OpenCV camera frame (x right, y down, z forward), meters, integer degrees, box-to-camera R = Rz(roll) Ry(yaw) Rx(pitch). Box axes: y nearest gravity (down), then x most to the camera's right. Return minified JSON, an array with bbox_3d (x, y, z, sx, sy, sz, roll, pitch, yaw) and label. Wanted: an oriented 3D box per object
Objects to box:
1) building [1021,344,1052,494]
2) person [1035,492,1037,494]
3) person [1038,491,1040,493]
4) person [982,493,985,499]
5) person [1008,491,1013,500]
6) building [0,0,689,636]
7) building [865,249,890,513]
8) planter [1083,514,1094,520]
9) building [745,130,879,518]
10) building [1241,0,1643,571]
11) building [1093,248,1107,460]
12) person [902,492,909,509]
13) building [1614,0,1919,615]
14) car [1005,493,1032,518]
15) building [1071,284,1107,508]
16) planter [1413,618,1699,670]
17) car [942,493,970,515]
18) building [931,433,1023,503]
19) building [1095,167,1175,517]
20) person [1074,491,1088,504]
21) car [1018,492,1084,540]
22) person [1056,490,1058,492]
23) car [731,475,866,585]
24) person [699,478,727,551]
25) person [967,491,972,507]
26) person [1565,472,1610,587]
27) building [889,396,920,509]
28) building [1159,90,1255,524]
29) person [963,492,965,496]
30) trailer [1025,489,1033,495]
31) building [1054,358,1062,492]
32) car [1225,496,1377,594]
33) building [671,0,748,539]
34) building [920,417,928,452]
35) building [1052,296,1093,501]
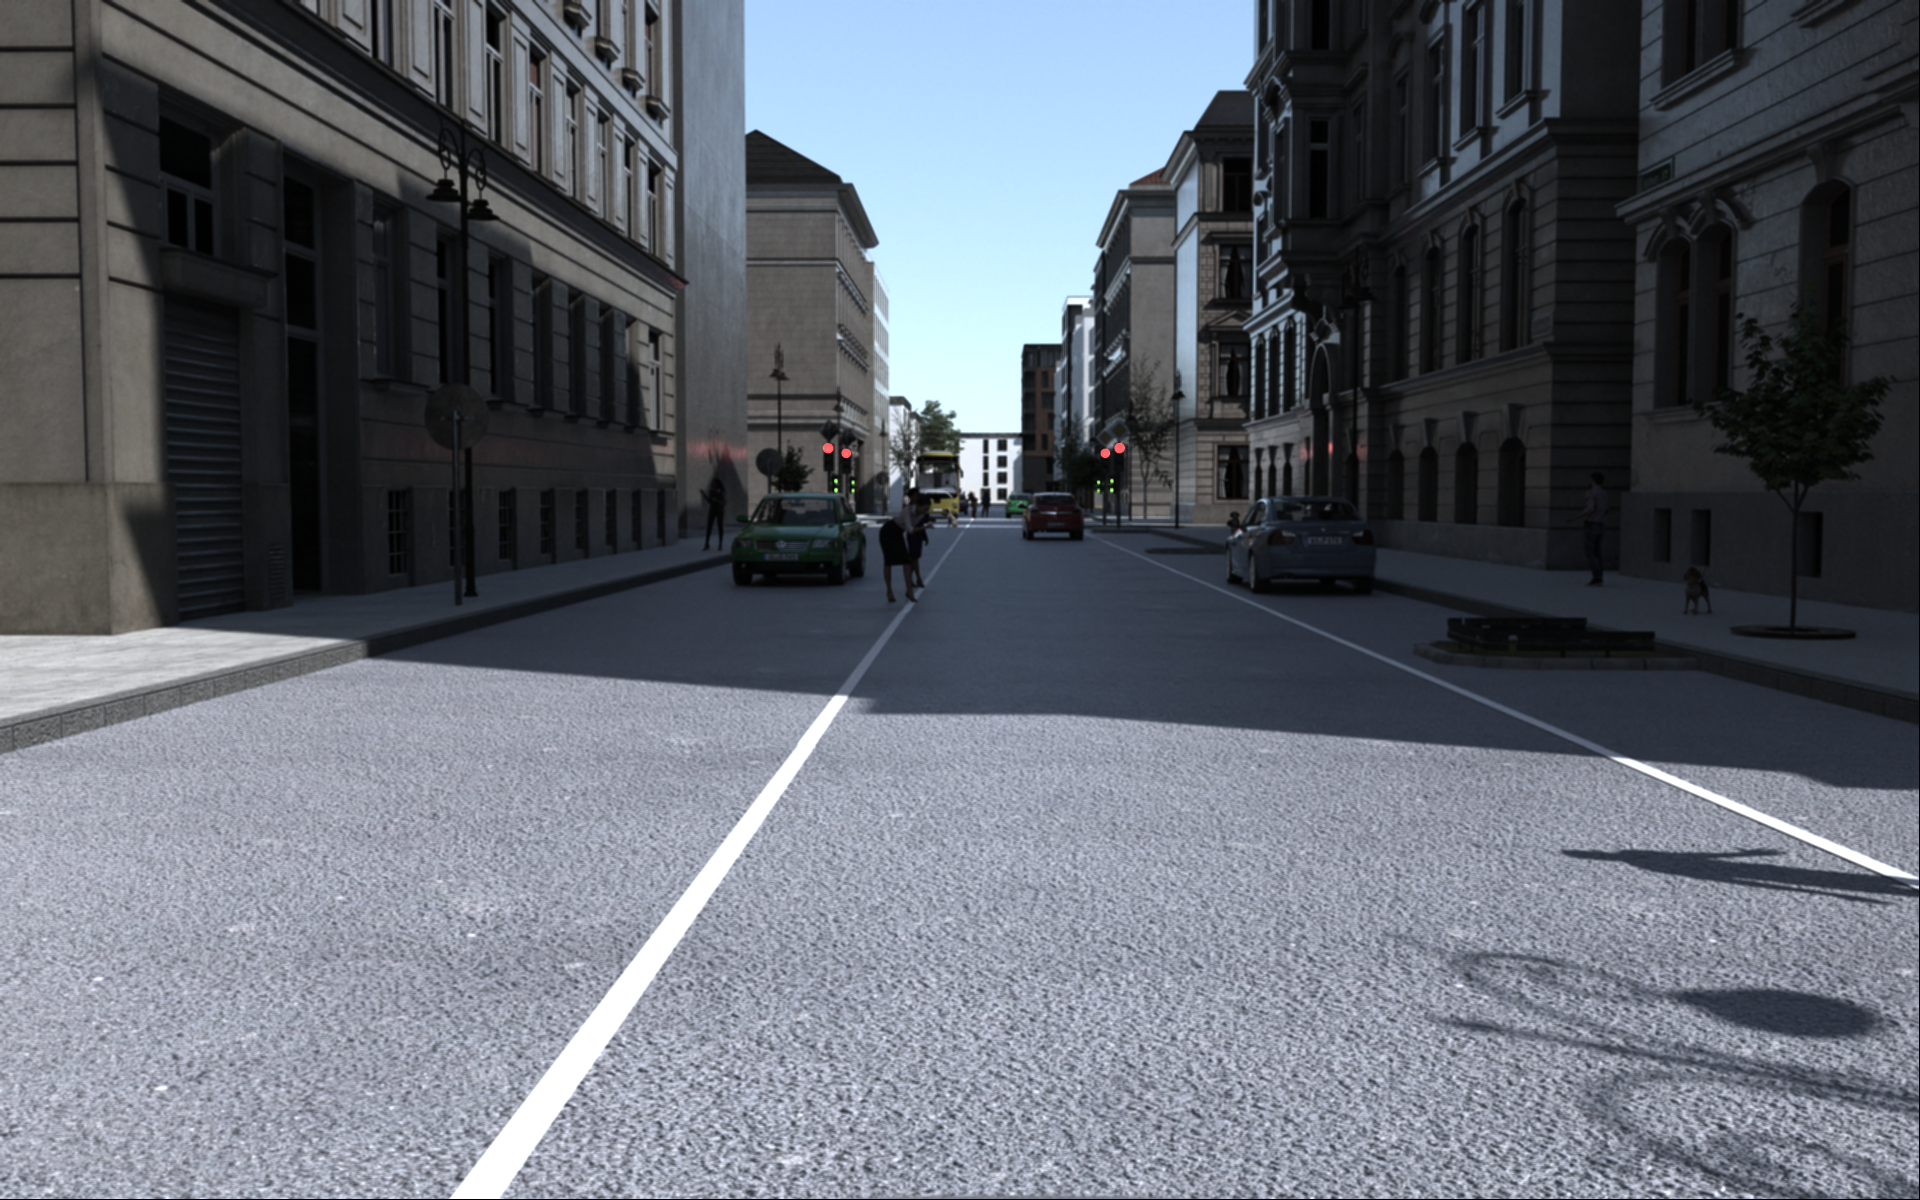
[{"bbox_3d":[25.188,-24.577,245.805,32.646,21.610,27.936,0,4,1],"label":"building"},{"bbox_3d":[5.827,-7.366,131.140,0.499,1.552,0.429,2,4,34],"label":"person"},{"bbox_3d":[8.814,-11.255,193.188,0.551,1.740,0.621,-1,4,-17],"label":"person"},{"bbox_3d":[2.106,-8.240,145.439,0.614,1.554,0.590,0,4,2],"label":"person"},{"bbox_3d":[5.785,-11.297,193.760,0.990,1.755,0.434,-2,4,-26],"label":"person"},{"bbox_3d":[-14.689,-11.991,29.329,16.112,22.955,30.059,0,4,1],"label":"building"},{"bbox_3d":[-10.667,-16.357,122.184,10.420,20.320,16.860,0,4,1],"label":"building"},{"bbox_3d":[6.516,-4.661,97.352,1.991,0.319,1.994,0,4,1],"label":"planter"},{"bbox_3d":[-10.911,-14.840,93.552,10.553,20.767,40.483,0,4,1],"label":"building"},{"bbox_3d":[15.265,-13.819,45.025,14.460,24.649,34.723,0,4,1],"label":"building"},{"bbox_3d":[18.100,-19.167,132.443,14.314,24.678,30.058,0,4,1],"label":"building"},{"bbox_3d":[-2.948,-5.095,94.263,0.387,1.526,0.523,-3,5,-43],"label":"person"},{"bbox_3d":[16.370,-13.928,15.119,14.401,28.519,23.554,0,4,1],"label":"building"},{"bbox_3d":[3.647,-5.789,103.444,1.959,1.807,4.718,0,4,2],"label":"car"},{"bbox_3d":[18.568,-18.653,161.394,16.016,20.091,11.380,0,4,1],"label":"building"},{"bbox_3d":[5.041,0.371,15.080,1.991,0.319,1.994,0,4,1],"label":"planter"},{"bbox_3d":[-0.358,-6.820,120.540,2.155,1.783,4.494,0,3,0],"label":"car"},{"bbox_3d":[-5.404,-18.083,237.797,28.070,9.664,9.099,0,4,1],"label":"building"},{"bbox_3d":[14.731,-16.544,106.648,11.583,22.565,21.152,0,4,1],"label":"building"},{"bbox_3d":[10.850,-9.146,155.660,1.350,1.814,0.705,-1,4,-12],"label":"person"},{"bbox_3d":[2.946,-2.838,55.439,2.155,1.783,4.494,0,4,0],"label":"car"},{"bbox_3d":[10.654,-11.128,188.701,0.721,1.736,1.217,0,4,7],"label":"person"},{"bbox_3d":[-2.619,-1.218,28.717,1.959,1.807,4.718,0,4,3],"label":"car"},{"bbox_3d":[-5.608,-1.947,39.351,0.593,1.643,0.415,-1,4,-18],"label":"person"},{"bbox_3d":[1.090,-11.424,195.723,0.683,1.767,0.568,-1,4,-19],"label":"person"},{"bbox_3d":[8.810,-0.984,24.091,0.435,1.587,0.963,3,5,43],"label":"person"},{"bbox_3d":[-9.087,-13.471,162.402,9.099,9.664,28.070,0,4,1],"label":"building"},{"bbox_3d":[18.990,-12.991,77.028,19.286,19.102,10.561,0,4,1],"label":"building"},{"bbox_3d":[0.564,-12.035,205.986,0.721,1.735,1.217,-1,4,-13],"label":"person"},{"bbox_3d":[8.375,-12.438,210.407,1.471,1.999,3.904,0,4,2],"label":"trailer"},{"bbox_3d":[19.859,-22.054,217.000,16.016,20.091,11.380,0,4,1],"label":"building"},{"bbox_3d":[5.114,-0.872,26.260,2.014,1.417,4.499,0,4,1],"label":"car"},{"bbox_3d":[-22.588,-14.498,56.116,30.058,24.678,14.314,0,4,1],"label":"building"},{"bbox_3d":[-8.746,-15.185,190.418,9.099,9.664,28.070,0,4,1],"label":"building"},{"bbox_3d":[25.283,-21.462,194.881,27.936,21.610,32.646,0,4,1],"label":"building"}]
